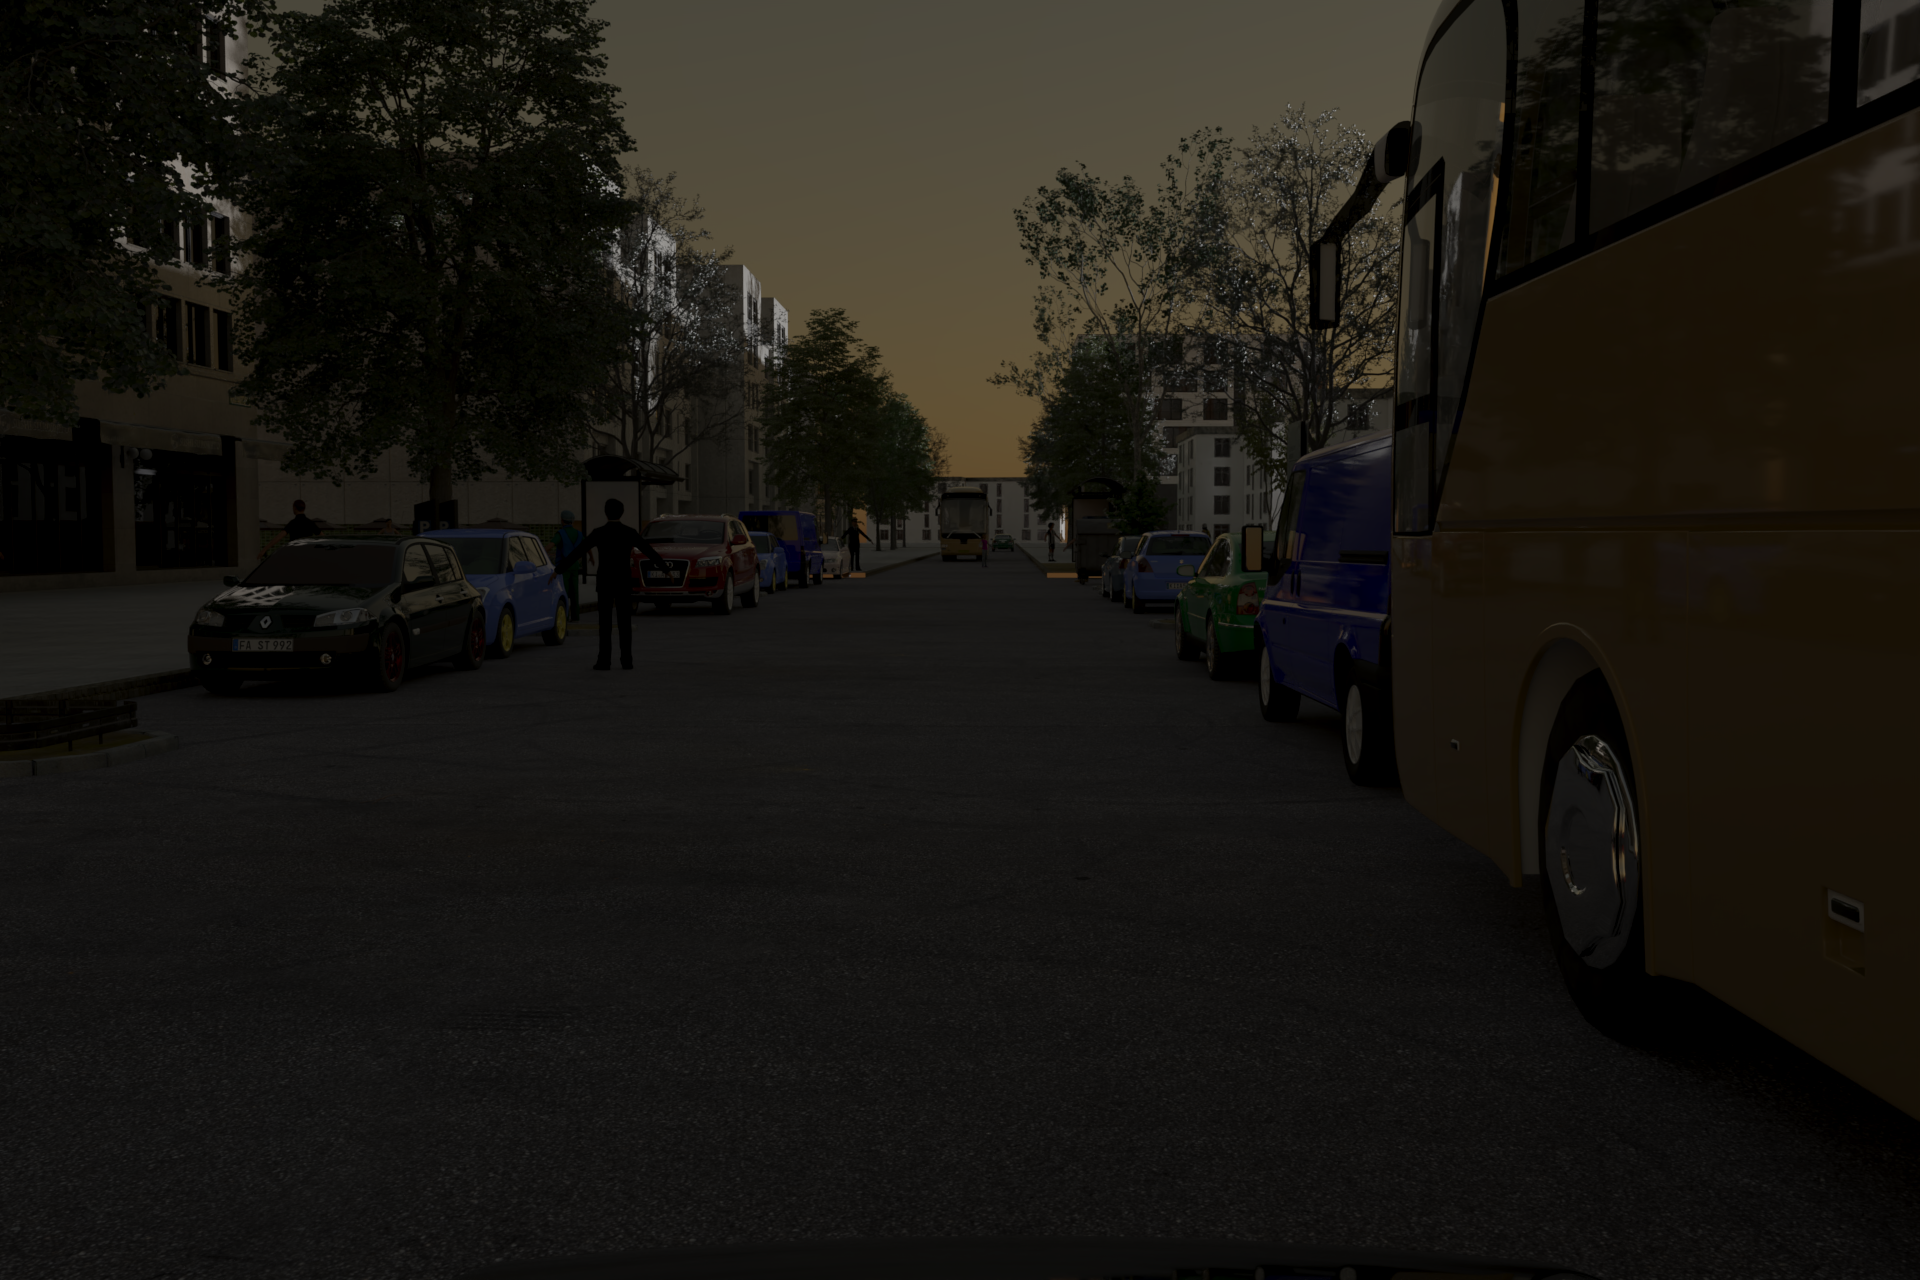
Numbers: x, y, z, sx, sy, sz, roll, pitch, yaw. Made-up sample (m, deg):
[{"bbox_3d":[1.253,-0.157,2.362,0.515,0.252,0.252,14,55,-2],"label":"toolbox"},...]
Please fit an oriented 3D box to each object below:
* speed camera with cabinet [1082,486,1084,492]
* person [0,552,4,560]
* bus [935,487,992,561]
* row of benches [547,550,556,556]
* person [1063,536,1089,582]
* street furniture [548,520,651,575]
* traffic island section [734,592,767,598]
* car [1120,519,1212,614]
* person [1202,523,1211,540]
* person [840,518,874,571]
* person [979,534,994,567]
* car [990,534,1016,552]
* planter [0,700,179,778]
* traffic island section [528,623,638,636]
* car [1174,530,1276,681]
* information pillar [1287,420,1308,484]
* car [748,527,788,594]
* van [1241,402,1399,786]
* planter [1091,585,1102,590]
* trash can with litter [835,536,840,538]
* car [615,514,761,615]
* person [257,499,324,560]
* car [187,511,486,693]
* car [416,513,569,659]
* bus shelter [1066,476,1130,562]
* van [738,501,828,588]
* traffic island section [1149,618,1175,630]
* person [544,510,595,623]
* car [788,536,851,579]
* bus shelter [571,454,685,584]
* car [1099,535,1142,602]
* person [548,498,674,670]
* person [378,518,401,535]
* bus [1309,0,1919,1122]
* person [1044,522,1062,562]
[{"bbox_3d":[5.213,-4.637,70.152,0.660,3.252,2.038,0,4,0],"label":"speed camera with cabinet"},{"bbox_3d":[-14.681,-1.183,25.405,0.705,1.821,1.348,1,4,21],"label":"person"},{"bbox_3d":[0.307,-6.261,93.916,2.896,3.916,12.252,0,4,1],"label":"bus"},{"bbox_3d":[-15.911,-3.179,67.443,1.422,0.672,4.104,2,4,27],"label":"row of benches"},{"bbox_3d":[3.645,-2.643,51.529,1.347,1.847,0.705,-3,4,-36],"label":"person"},{"bbox_3d":[-11.781,-3.078,57.176,9.812,1.723,11.010,0,4,-1],"label":"street furniture"},{"bbox_3d":[-5.475,-1.033,39.752,1.991,0.108,1.994,0,4,1],"label":"traffic island section"},{"bbox_3d":[3.982,-1.397,32.433,1.945,1.707,3.694,0,4,2],"label":"car"},{"bbox_3d":[12.948,-5.264,91.837,0.705,1.858,1.354,3,5,42],"label":"person"},{"bbox_3d":[-3.658,-3.332,60.414,1.347,1.837,0.705,-2,4,-28],"label":"person"},{"bbox_3d":[1.108,-3.829,74.320,0.599,1.433,0.991,3,5,40],"label":"person"},{"bbox_3d":[3.525,-7.962,141.981,2.131,1.459,4.920,0,4,2],"label":"car"},{"bbox_3d":[-6.208,0.616,11.071,1.991,0.319,1.994,0,4,1],"label":"planter"},{"bbox_3d":[-5.787,-0.146,25.248,1.991,0.108,1.994,0,4,2],"label":"traffic island section"},{"bbox_3d":[3.339,-0.581,18.297,1.959,1.807,4.718,0,4,0],"label":"car"},{"bbox_3d":[7.105,-2.766,36.539,0.184,3.620,1.656,0,4,2],"label":"information pillar"},{"bbox_3d":[-5.252,-2.021,42.639,1.945,1.707,3.694,0,4,1],"label":"car"},{"bbox_3d":[3.210,-0.435,11.493,2.240,2.365,5.245,0,4,1],"label":"van"},{"bbox_3d":[4.398,-1.438,44.646,1.991,0.319,1.994,0,4,2],"label":"planter"},{"bbox_3d":[-4.610,-3.411,66.820,1.678,1.210,2.233,0,4,2],"label":"trash can with litter"},{"bbox_3d":[-5.010,-1.448,32.350,2.281,1.827,5.304,0,4,2],"label":"car"},{"bbox_3d":[-9.963,-1.217,26.120,0.705,1.803,1.348,2,4,31],"label":"person"},{"bbox_3d":[-5.948,-0.435,16.900,2.009,1.686,4.222,0,4,1],"label":"car"},{"bbox_3d":[-6.000,-0.701,21.054,1.945,1.707,3.694,0,4,2],"label":"car"},{"bbox_3d":[4.995,-4.255,63.493,2.014,3.302,5.546,0,4,1],"label":"bus shelter"},{"bbox_3d":[-4.888,-2.634,47.453,2.240,2.365,5.245,0,4,2],"label":"van"},{"bbox_3d":[3.944,-0.238,26.759,1.991,0.108,1.994,0,4,1],"label":"traffic island section"},{"bbox_3d":[-6.359,-1.186,27.973,0.704,1.817,1.347,2,4,34],"label":"person"},{"bbox_3d":[-4.621,-2.700,56.499,2.083,1.381,4.827,0,4,2],"label":"car"},{"bbox_3d":[-8.881,-3.231,46.743,2.014,3.302,5.546,0,4,1],"label":"bus shelter"},{"bbox_3d":[4.065,-1.578,37.801,2.014,1.417,4.499,0,4,1],"label":"car"},{"bbox_3d":[-3.663,-0.592,18.316,1.347,1.806,0.705,-2,4,-24],"label":"person"},{"bbox_3d":[-16.539,-2.656,50.229,1.217,1.737,0.721,-2,4,-24],"label":"person"},{"bbox_3d":[2.988,-0.619,1.675,2.896,3.916,12.252,0,3,0],"label":"bus"},{"bbox_3d":[4.277,-4.545,80.457,0.704,1.843,1.345,3,4,38],"label":"person"}]
